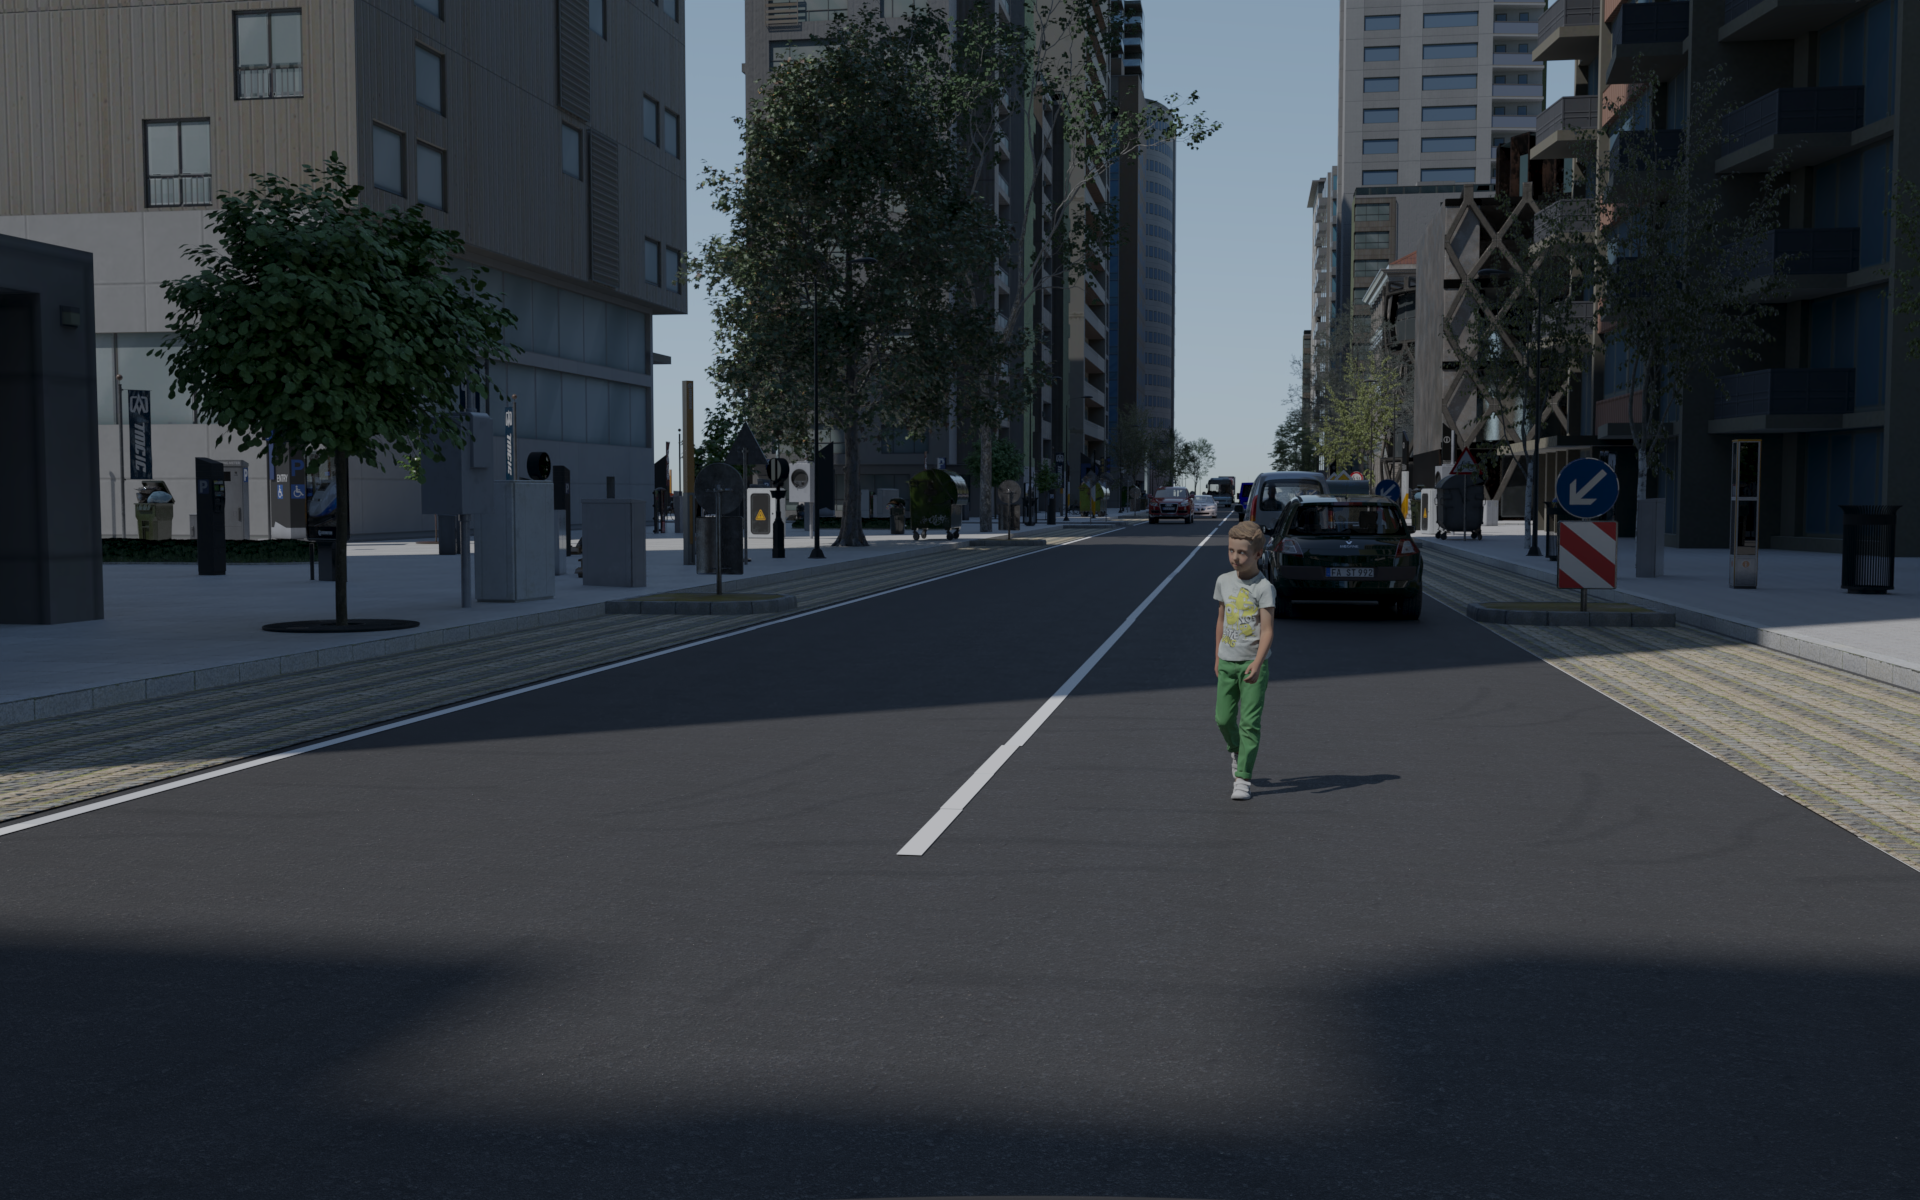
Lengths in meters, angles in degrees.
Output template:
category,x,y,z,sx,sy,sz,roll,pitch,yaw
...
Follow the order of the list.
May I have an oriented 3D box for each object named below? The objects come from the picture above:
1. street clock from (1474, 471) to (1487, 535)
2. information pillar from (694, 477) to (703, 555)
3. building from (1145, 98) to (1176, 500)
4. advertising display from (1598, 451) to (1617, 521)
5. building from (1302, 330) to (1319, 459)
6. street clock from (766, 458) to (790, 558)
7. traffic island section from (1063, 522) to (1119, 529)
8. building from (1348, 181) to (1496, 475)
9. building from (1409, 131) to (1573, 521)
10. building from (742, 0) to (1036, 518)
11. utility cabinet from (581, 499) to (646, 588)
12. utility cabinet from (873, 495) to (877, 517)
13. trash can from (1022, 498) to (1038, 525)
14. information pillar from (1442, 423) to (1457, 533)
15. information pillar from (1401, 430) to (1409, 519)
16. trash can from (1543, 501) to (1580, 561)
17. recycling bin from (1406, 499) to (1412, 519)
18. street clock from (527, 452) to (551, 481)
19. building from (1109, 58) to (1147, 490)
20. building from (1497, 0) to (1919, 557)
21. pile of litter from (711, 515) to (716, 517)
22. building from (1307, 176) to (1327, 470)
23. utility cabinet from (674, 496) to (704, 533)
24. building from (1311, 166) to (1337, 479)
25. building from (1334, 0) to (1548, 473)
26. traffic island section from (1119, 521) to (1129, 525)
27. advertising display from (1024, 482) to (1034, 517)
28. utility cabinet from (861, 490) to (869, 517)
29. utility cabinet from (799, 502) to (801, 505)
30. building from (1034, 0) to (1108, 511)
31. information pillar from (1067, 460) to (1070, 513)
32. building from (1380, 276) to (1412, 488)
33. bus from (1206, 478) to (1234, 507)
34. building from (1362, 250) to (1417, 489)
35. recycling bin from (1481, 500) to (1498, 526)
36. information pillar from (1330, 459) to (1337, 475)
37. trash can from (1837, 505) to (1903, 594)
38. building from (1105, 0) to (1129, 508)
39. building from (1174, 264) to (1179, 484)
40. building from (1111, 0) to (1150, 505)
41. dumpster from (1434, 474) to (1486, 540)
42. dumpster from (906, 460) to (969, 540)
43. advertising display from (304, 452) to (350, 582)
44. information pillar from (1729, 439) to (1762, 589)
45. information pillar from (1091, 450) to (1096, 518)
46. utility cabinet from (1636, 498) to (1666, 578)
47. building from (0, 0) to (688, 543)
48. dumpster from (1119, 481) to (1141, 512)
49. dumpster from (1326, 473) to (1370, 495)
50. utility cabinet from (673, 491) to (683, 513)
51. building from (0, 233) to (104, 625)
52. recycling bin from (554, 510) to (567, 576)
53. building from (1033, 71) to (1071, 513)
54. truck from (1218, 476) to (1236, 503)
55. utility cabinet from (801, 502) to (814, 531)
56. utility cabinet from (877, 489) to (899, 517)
category,x,y,z,sx,sy,sz,roll,pitch,yaw
street clock,15.983,-2.987,53.407,0.471,2.002,0.358,2,4,26
information pillar,-5.654,-1.975,36.788,0.304,2.012,0.304,-2,4,-26
building,20.564,-43.628,255.312,21.231,58.520,28.212,1,4,9
advertising display,9.833,-1.290,26.310,0.123,1.923,0.974,2,4,28
building,66.543,-32.390,301.283,14.160,30.474,14.107,1,4,9
street clock,-3.636,-1.841,34.665,0.358,2.002,0.471,-3,5,-44
traffic island section,5.455,-3.078,72.613,2.009,0.180,2.903,1,4,9
building,44.034,-24.006,164.194,14.160,30.474,14.107,1,4,9
building,32.267,-13.431,87.050,16.811,18.784,16.820,1,4,9
building,-3.548,-25.327,97.691,14.154,41.232,14.086,1,4,9
utility cabinet,-4.816,-0.793,24.121,1.020,1.237,0.306,3,4,36
utility cabinet,-3.747,-4.321,81.807,0.306,1.237,1.020,-2,4,-28
trash can,2.884,-3.657,71.443,0.748,1.137,0.748,0,3,0
information pillar,15.997,-3.997,56.701,0.504,3.616,0.183,0,4,6
information pillar,16.260,-4.399,63.275,0.183,3.616,0.504,0,4,-6
trash can,11.539,-1.315,33.160,0.748,1.137,0.748,0,3,0
recycling bin,23.754,-4.773,90.591,0.722,1.027,0.722,2,4,28
street clock,-7.223,-1.540,29.755,0.358,2.002,0.471,1,4,13
building,12.275,-32.600,183.128,14.600,45.320,14.200,1,4,9
building,27.788,-23.940,46.043,22.147,44.769,28.867,1,4,9
pile of litter,-12.188,-4.638,89.796,1.719,0.858,1.176,2,4,24
building,70.637,-42.180,278.874,28.713,52.752,27.495,1,4,9
utility cabinet,-8.986,-2.831,57.446,0.306,1.237,1.020,3,5,44
building,62.774,-38.616,250.975,23.786,49.044,30.456,1,4,9
building,50.671,-39.253,183.790,21.231,58.520,28.212,1,4,9
traffic island section,6.769,-3.560,80.490,2.009,0.180,2.903,1,4,9
advertising display,3.843,-5.586,96.547,0.123,1.923,0.974,2,4,32
utility cabinet,-5.078,-4.698,85.486,1.173,1.500,0.318,-2,4,-32
utility cabinet,-8.046,-4.927,91.714,1.020,1.237,0.306,2,4,30
building,0.793,-31.900,145.266,21.300,48.544,21.600,1,4,9
information pillar,7.290,-7.693,117.131,0.183,3.616,0.504,-1,4,-16
building,37.898,-15.480,120.553,16.820,18.784,16.811,1,4,9
bus,28.392,-11.896,189.353,2.948,3.499,13.247,1,4,9
building,38.912,-18.552,139.475,11.583,22.565,21.152,1,4,9
recycling bin,21.031,-3.472,69.316,0.722,1.027,0.722,-2,4,-31
information pillar,25.185,-7.680,116.923,0.504,3.616,0.183,3,5,44
trash can,11.707,-0.652,22.316,0.748,1.137,0.748,0,3,0
building,6.013,-44.496,165.768,20.563,71.187,20.611,1,4,9
building,23.990,-40.711,285.224,23.786,49.044,30.456,1,4,9
building,11.783,-54.566,204.821,22.319,86.520,31.000,1,4,9
dumpster,14.084,-2.631,48.768,1.264,1.857,1.865,1,4,9
dumpster,-0.649,-2.819,48.577,1.502,2.255,1.985,1,4,9
advertising display,-9.317,-1.241,25.505,0.974,1.923,0.123,3,4,38
information pillar,10.638,-1.161,23.475,0.304,2.012,0.304,1,4,12
information pillar,7.014,-6.110,91.261,0.183,3.616,0.504,-1,4,-17
utility cabinet,10.765,-0.969,27.009,0.306,1.237,1.020,2,4,29
building,-26.144,-28.733,59.019,27.495,52.752,28.713,1,4,9
dumpster,12.486,-7.635,127.325,1.502,2.255,1.985,1,4,9
dumpster,15.149,-3.880,68.388,1.985,2.255,1.502,1,4,10
utility cabinet,-18.007,-6.238,110.674,0.318,1.500,1.173,0,4,6
building,-19.588,-35.141,12.810,20.563,71.187,20.611,1,4,9
recycling bin,-6.677,-0.915,27.518,0.722,1.027,0.722,0,4,-3
building,-0.065,-21.290,119.799,14.160,30.474,14.107,1,4,9
truck,42.085,-17.401,273.411,2.839,4.237,11.283,1,4,11
utility cabinet,-5.150,-2.998,60.180,0.306,1.237,1.020,-1,4,-19
utility cabinet,-2.955,-3.838,71.432,0.318,1.500,1.173,2,4,32
